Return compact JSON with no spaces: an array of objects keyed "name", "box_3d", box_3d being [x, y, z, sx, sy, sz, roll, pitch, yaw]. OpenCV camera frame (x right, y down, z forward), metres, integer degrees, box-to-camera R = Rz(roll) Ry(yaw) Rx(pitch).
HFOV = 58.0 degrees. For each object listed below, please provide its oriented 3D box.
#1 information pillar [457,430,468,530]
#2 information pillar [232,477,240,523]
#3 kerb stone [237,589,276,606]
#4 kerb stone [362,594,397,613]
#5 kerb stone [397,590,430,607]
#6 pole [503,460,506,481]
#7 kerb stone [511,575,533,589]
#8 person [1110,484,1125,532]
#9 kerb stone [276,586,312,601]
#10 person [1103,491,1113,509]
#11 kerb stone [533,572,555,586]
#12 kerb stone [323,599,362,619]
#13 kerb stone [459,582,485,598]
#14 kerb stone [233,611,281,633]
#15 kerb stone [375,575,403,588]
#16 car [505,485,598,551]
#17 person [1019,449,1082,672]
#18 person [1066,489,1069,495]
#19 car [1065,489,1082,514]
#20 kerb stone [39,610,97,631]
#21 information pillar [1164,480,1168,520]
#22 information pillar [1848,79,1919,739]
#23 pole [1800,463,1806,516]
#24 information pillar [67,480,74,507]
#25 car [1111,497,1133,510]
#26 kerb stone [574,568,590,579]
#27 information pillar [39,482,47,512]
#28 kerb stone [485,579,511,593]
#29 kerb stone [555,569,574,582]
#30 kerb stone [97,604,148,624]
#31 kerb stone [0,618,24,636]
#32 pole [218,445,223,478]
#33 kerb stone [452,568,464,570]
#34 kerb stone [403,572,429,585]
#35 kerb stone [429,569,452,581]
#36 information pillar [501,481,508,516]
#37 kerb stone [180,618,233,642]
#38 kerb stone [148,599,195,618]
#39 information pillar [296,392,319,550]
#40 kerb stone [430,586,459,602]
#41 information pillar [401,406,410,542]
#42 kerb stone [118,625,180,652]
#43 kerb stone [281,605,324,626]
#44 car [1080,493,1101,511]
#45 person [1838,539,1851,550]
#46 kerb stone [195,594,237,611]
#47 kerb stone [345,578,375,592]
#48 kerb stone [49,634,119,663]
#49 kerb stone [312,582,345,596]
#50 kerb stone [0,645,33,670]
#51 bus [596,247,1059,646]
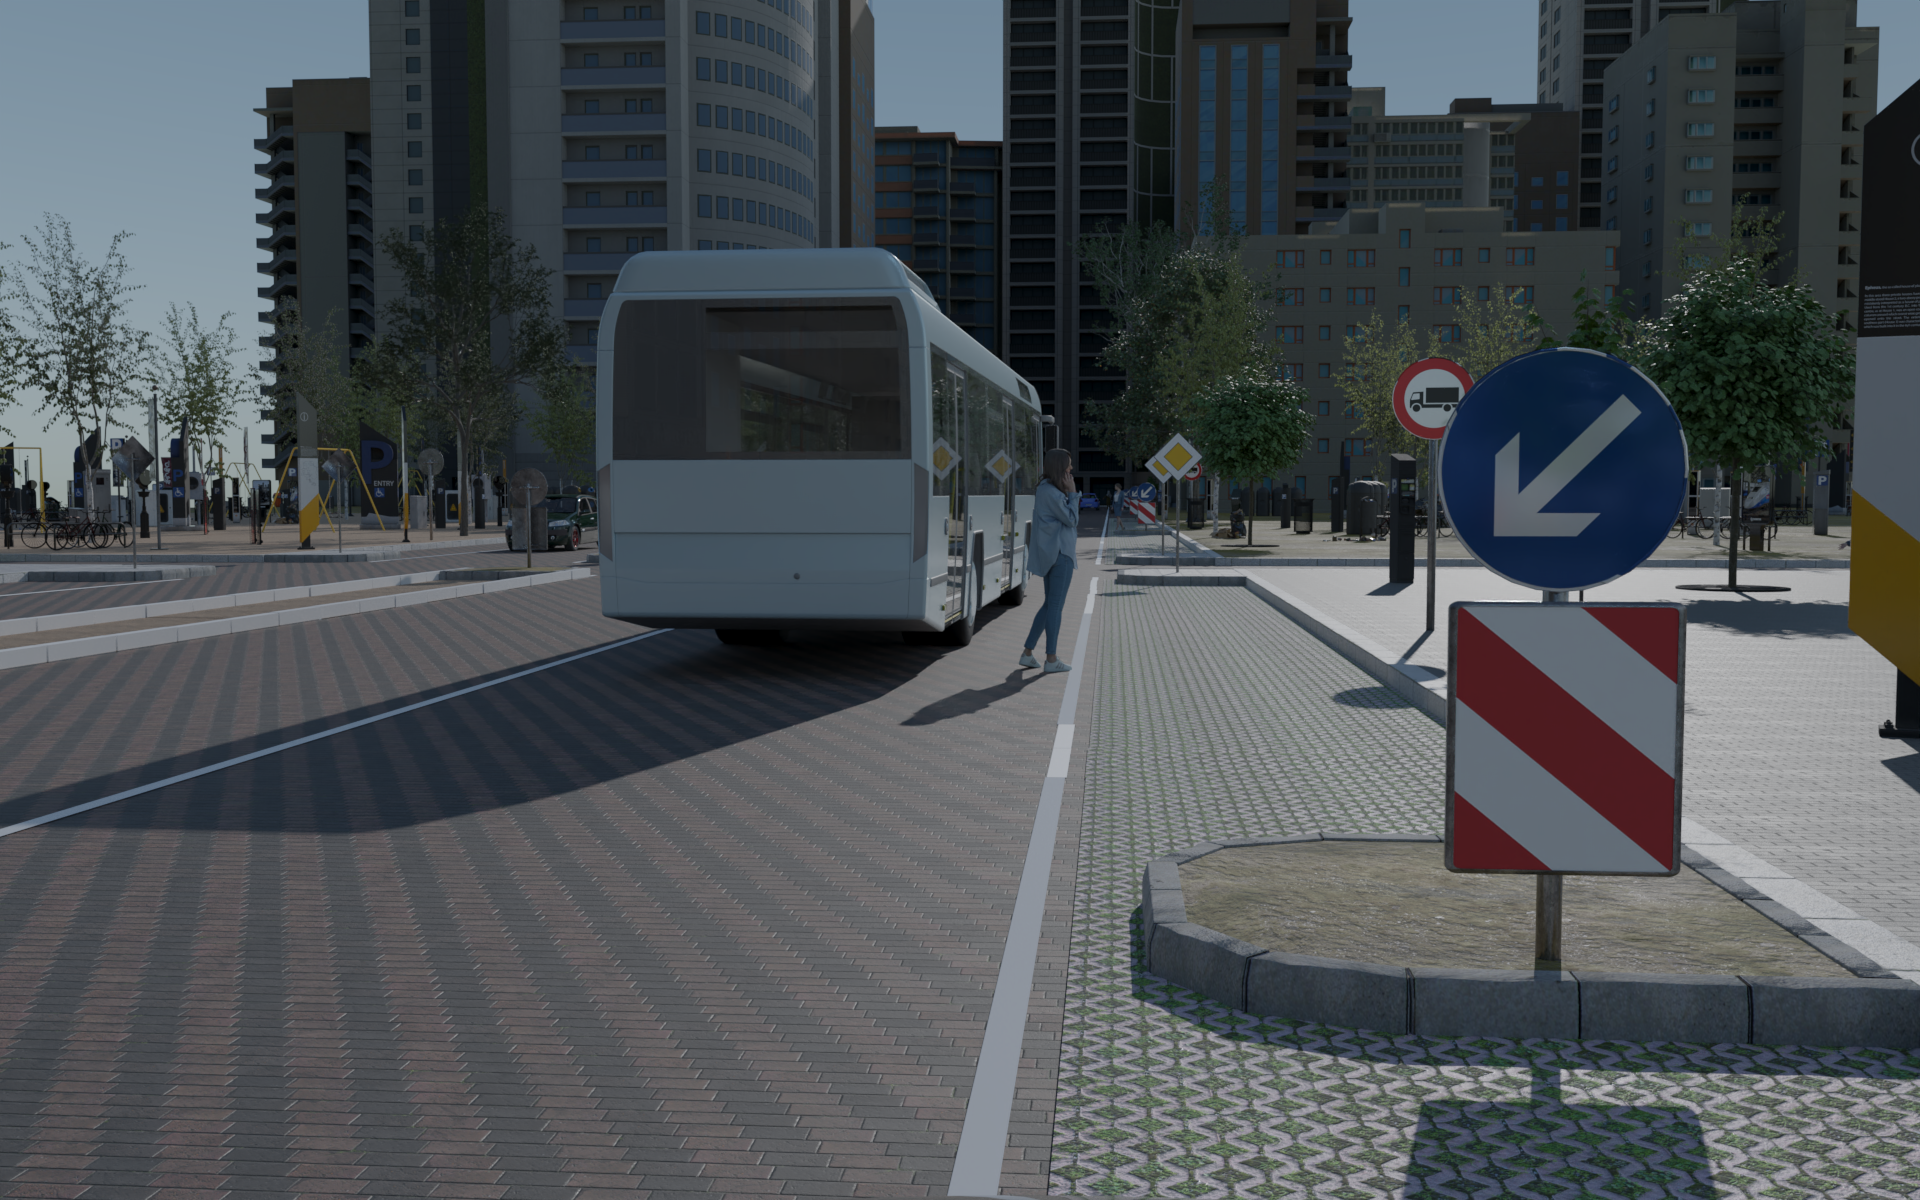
[{"name":"information pillar","box_3d":[-17.787,-4.317,61.934,0.504,3.616,0.183,3,4,39]},{"name":"information pillar","box_3d":[-31.797,-4.378,76.069,0.304,2.012,0.304,-1,4,-21]},{"name":"kerb stone","box_3d":[-9.228,-0.020,22.536,0.120,0.150,1.000,0,4,5]},{"name":"kerb stone","box_3d":[-7.228,0.053,21.332,0.120,0.150,1.000,0,4,5]},{"name":"kerb stone","box_3d":[-7.133,-0.010,22.352,0.120,0.150,1.000,0,4,5]},{"name":"pole","box_3d":[-27.168,-6.699,103.371,0.158,3.312,0.155,0,3,0]},{"name":"kerb stone","box_3d":[-6.783,-0.256,26.434,0.120,0.150,1.000,0,4,5]},{"name":"person","box_3d":[5.929,-3.417,64.395,0.654,1.822,0.581,-2,4,-28]},{"name":"kerb stone","box_3d":[-9.137,-0.083,23.554,0.120,0.150,1.000,0,4,5]},{"name":"person","box_3d":[13.847,-9.349,162.080,1.217,1.736,0.721,-3,4,-37]},{"name":"kerb stone","box_3d":[-6.687,-0.322,27.456,0.120,0.150,1.000,0,4,5]},{"name":"kerb stone","box_3d":[-7.316,0.115,20.309,0.120,0.150,1.000,0,4,5]},{"name":"kerb stone","box_3d":[-6.957,-0.133,24.388,0.120,0.150,1.000,0,4,5]},{"name":"kerb stone","box_3d":[-7.487,0.246,18.273,0.120,0.150,1.000,0,4,5]},{"name":"kerb stone","box_3d":[-8.871,-0.268,26.624,0.120,0.150,1.000,0,4,5]},{"name":"car","box_3d":[-10.366,-2.141,44.792,2.009,1.686,4.222,0,4,6]},{"name":"person","box_3d":[0.725,-0.320,14.003,0.793,1.790,0.793,-3,5,-43]},{"name":"person","box_3d":[5.893,-5.259,94.587,0.391,1.810,0.635,-1,4,-18]},{"name":"car","box_3d":[7.629,-7.081,124.451,2.281,1.827,5.304,0,4,3]},{"name":"kerb stone","box_3d":[-9.579,0.231,18.464,0.120,0.150,1.000,0,4,5]},{"name":"information pillar","box_3d":[10.337,-5.071,87.406,0.304,2.012,0.304,0,4,3]},{"name":"information pillar","box_3d":[4.981,-1.085,9.092,0.504,3.616,0.183,2,4,26]},{"name":"pole","box_3d":[45.416,-6.082,93.288,0.158,3.312,0.155,0,3,0]},{"name":"information pillar","box_3d":[-46.782,-5.302,91.172,0.304,2.012,0.304,-3,5,-42]},{"name":"car","box_3d":[14.205,-8.515,151.806,1.945,1.354,3.894,0,4,5]},{"name":"kerb stone","box_3d":[-6.508,-0.447,29.503,0.120,0.150,1.000,0,4,5]},{"name":"information pillar","box_3d":[-54.093,-5.976,102.191,0.304,2.012,0.304,-1,4,-15]},{"name":"kerb stone","box_3d":[-6.858,-0.192,25.406,0.120,0.150,1.000,0,4,5]},{"name":"kerb stone","box_3d":[-6.605,-0.381,28.486,0.120,0.150,1.000,0,4,5]},{"name":"kerb stone","box_3d":[-9.499,0.166,19.482,0.120,0.150,1.000,0,4,5]},{"name":"kerb stone","box_3d":[-9.670,0.291,17.437,0.120,0.150,1.000,0,4,5]},{"name":"pole","box_3d":[-30.966,-4.817,72.594,0.158,3.312,0.155,0,3,0]},{"name":"kerb stone","box_3d":[-8.600,-0.458,29.688,0.120,0.150,1.000,0,4,5]},{"name":"kerb stone","box_3d":[-8.778,-0.331,27.648,0.120,0.150,1.000,0,4,5]},{"name":"kerb stone","box_3d":[-8.693,-0.396,28.670,0.120,0.150,1.000,0,4,5]},{"name":"information pillar","box_3d":[-26.588,-5.906,101.063,0.304,2.012,0.304,1,4,15]},{"name":"kerb stone","box_3d":[-7.576,0.308,17.251,0.120,0.150,1.000,0,4,5]},{"name":"kerb stone","box_3d":[-9.403,0.106,20.500,0.120,0.150,1.000,0,4,5]},{"name":"information pillar","box_3d":[-15.068,-2.975,40.001,0.183,3.616,0.504,2,4,35]},{"name":"kerb stone","box_3d":[-7.048,-0.072,23.370,0.120,0.150,1.000,0,4,5]},{"name":"information pillar","box_3d":[-14.708,-3.337,45.908,0.183,3.616,0.504,-1,4,-22]},{"name":"kerb stone","box_3d":[-7.666,0.366,16.232,0.120,0.150,1.000,0,4,5]},{"name":"kerb stone","box_3d":[-7.396,0.179,19.290,0.120,0.150,1.000,0,4,5]},{"name":"car","box_3d":[11.346,-8.699,151.812,1.945,1.707,3.694,0,4,7]},{"name":"person","box_3d":[16.922,-1.103,32.027,0.738,1.151,1.012,-3,4,-36]},{"name":"kerb stone","box_3d":[-9.319,0.048,21.519,0.120,0.150,1.000,0,4,5]},{"name":"kerb stone","box_3d":[-8.955,-0.205,25.599,0.120,0.150,1.000,0,4,5]},{"name":"kerb stone","box_3d":[-7.755,0.428,15.205,0.120,0.150,1.000,0,4,5]},{"name":"kerb stone","box_3d":[-9.037,-0.141,24.575,0.120,0.150,1.000,0,4,5]},{"name":"kerb stone","box_3d":[-7.845,0.490,14.187,0.120,0.150,1.000,0,4,5]},{"name":"bus","box_3d":[-0.722,-1.514,19.618,2.948,3.499,13.247,0,4,7]}]
